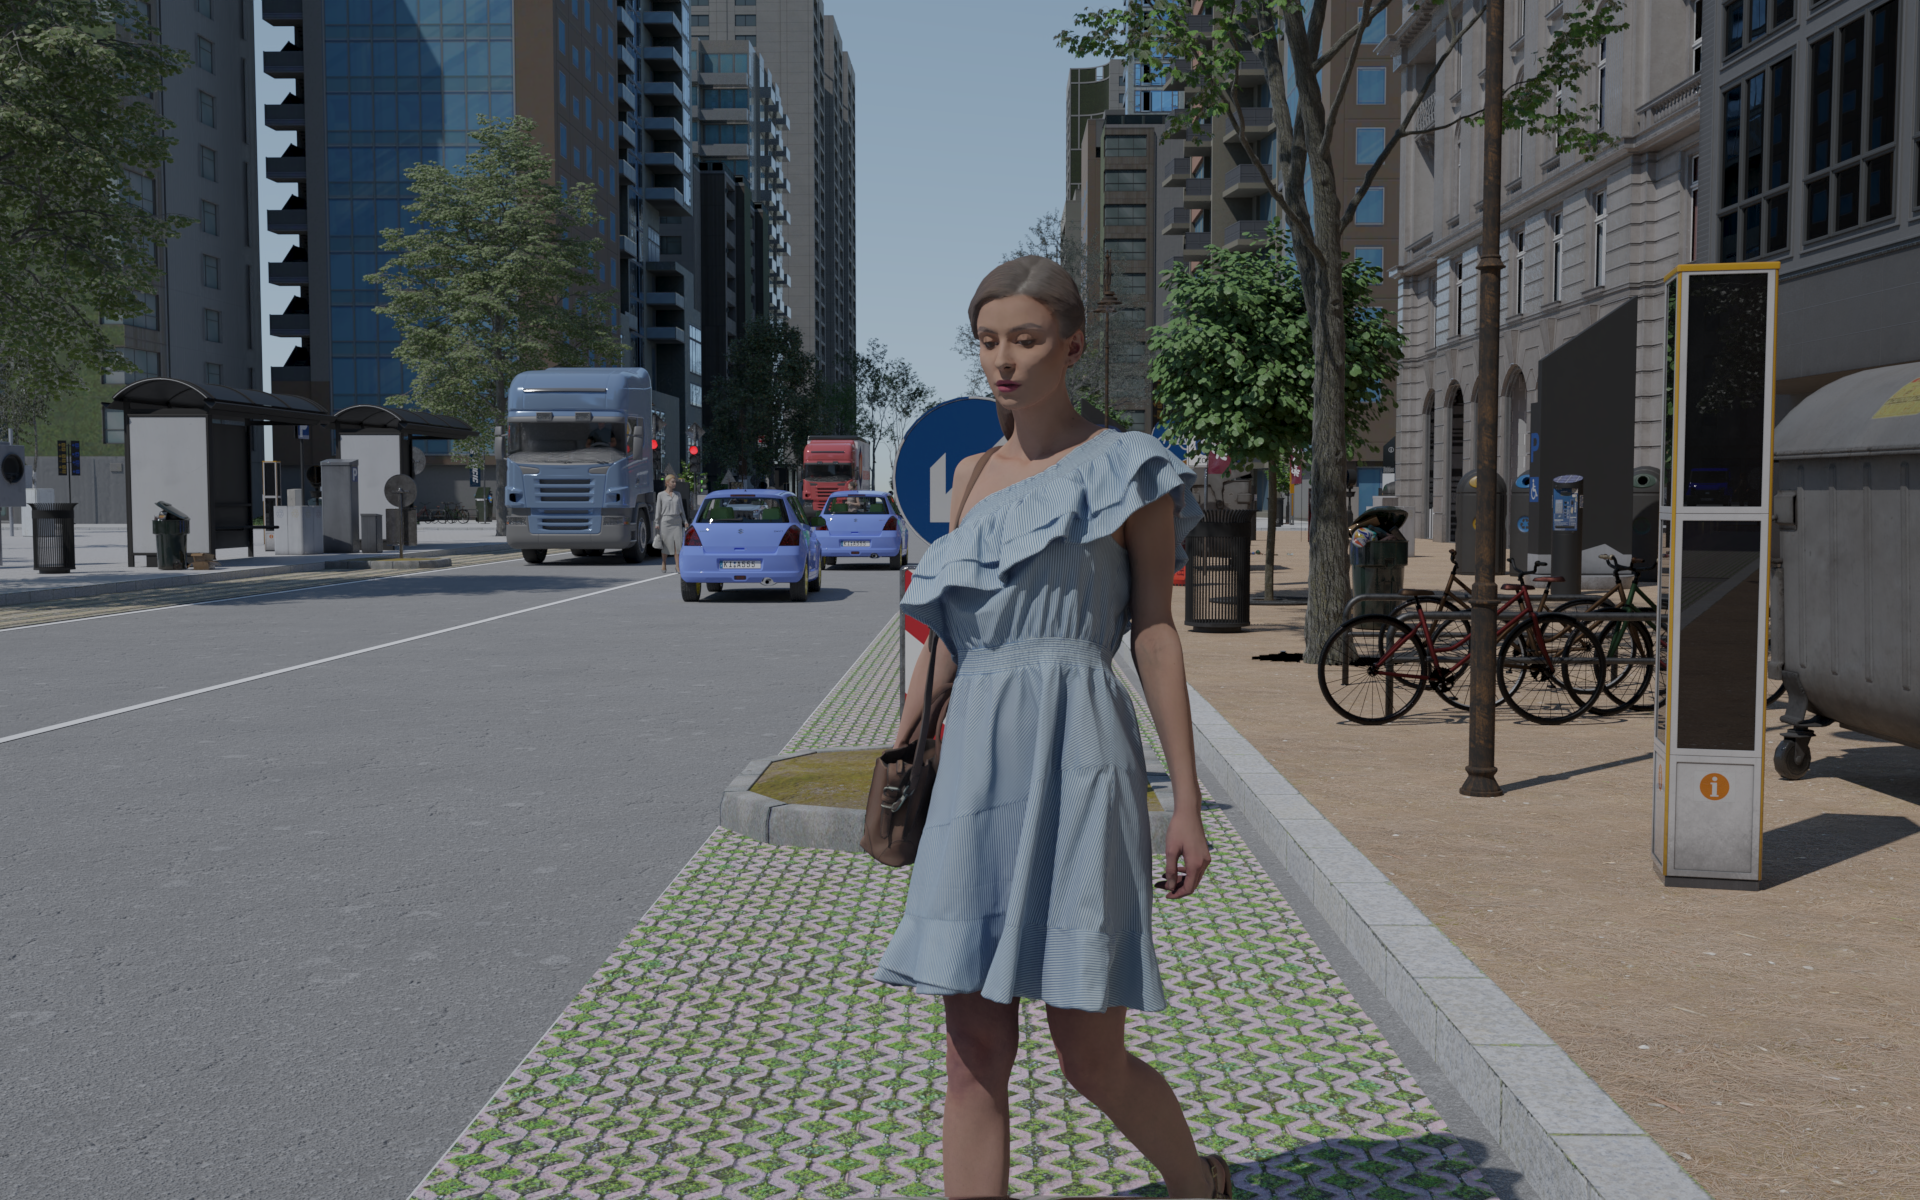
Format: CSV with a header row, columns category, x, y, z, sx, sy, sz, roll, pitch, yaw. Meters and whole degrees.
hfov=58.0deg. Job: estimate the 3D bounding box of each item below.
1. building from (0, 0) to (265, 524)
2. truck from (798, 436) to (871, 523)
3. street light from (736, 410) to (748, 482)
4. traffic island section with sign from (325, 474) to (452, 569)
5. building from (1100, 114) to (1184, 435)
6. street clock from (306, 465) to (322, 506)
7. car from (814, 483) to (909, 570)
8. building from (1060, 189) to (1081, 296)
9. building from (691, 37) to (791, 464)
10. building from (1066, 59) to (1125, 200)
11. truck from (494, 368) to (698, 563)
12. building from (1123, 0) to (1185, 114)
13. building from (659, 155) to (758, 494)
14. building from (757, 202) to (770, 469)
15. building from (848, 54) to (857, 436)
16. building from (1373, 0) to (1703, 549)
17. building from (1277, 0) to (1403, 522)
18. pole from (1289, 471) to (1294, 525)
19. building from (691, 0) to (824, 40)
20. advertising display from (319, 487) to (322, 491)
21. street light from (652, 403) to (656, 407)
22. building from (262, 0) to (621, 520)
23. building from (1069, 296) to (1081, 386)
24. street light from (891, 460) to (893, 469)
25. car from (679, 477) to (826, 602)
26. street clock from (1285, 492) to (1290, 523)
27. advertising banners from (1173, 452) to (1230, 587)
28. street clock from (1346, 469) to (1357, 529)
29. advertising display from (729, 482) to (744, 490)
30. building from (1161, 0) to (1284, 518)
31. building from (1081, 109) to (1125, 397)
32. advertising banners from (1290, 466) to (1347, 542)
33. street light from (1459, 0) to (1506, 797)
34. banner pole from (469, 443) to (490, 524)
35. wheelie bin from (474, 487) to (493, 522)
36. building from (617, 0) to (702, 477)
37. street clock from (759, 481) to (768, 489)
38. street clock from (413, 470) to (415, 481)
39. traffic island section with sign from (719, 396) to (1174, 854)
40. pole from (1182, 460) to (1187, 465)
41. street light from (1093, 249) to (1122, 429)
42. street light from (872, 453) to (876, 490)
category,x,y,z,sx,sy,sz,roll,pitch,yaw
building,-42.153,-24.238,79.886,14.086,41.232,14.154,0,4,1
truck,-6.049,-5.905,85.454,2.839,4.237,11.283,0,4,1
street light,-11.818,-7.418,94.064,0.468,5.910,1.993,0,4,1
traffic island section with sign,-11.060,-1.539,33.795,1.989,1.847,2.006,0,4,1
building,17.813,-22.220,134.994,14.160,30.474,14.107,0,4,1
street clock,-15.996,-2.357,43.109,0.471,2.002,0.358,-1,4,-14
car,-1.908,-1.487,33.896,1.945,1.707,3.694,0,4,1
building,26.609,-39.509,269.671,21.300,48.544,21.600,0,4,1
building,-30.286,-34.685,186.707,23.786,49.044,30.456,0,4,1
building,26.066,-52.099,290.062,20.563,71.187,20.611,0,4,1
truck,-7.625,-3.242,42.769,2.967,4.110,18.799,0,4,1
building,25.591,-52.953,178.448,22.319,86.520,31.000,0,4,1
building,-25.942,-23.165,150.451,14.160,30.474,14.107,0,4,1
building,-25.914,-24.027,164.535,14.160,30.474,14.107,0,4,1
building,-26.200,-50.552,264.777,20.563,71.187,20.611,0,4,1
building,18.420,-12.044,38.728,13.314,21.916,24.055,0,4,1
building,22.860,-26.267,79.572,14.200,45.320,14.600,0,4,1
pole,13.665,-4.735,71.258,0.158,3.312,0.155,0,3,0
building,-27.453,-49.295,244.227,20.563,71.187,20.611,0,4,1
advertising display,-21.477,-3.299,59.151,0.123,1.923,0.974,2,4,34
street light,-12.364,-5.846,68.368,0.468,5.910,1.993,0,4,1
building,-26.133,-26.889,89.745,14.600,45.320,14.200,0,4,1
building,22.648,-29.364,251.803,14.160,30.474,14.107,0,4,1
street light,-8.961,-15.652,228.690,0.468,5.910,1.993,0,4,1
car,-2.878,-0.903,24.362,1.945,1.707,3.694,0,4,-1
street clock,14.523,-4.410,76.666,0.471,2.002,0.358,1,4,19
advertising banners,2.993,-1.705,24.063,2.074,3.025,0.090,3,5,41
street clock,11.444,-2.831,50.864,0.358,2.002,0.471,-1,4,-10
advertising display,-11.749,-5.254,91.112,0.123,1.923,0.974,3,4,36
building,23.777,-27.480,103.919,22.147,44.769,28.867,0,4,1
building,21.393,-33.785,202.497,14.600,45.320,14.200,0,4,1
advertising banners,9.452,-3.042,45.926,0.090,3.025,2.074,-3,4,-36
street light,2.228,-2.107,7.229,0.468,5.910,1.993,0,4,1
banner pole,-20.609,-5.149,74.209,0.863,3.779,0.401,0,4,-1
wheelie bin,-21.846,-4.377,79.476,0.980,1.594,0.693,1,4,13
building,-29.875,-49.324,119.115,22.319,86.520,31.000,0,4,1
street clock,-11.316,-5.815,99.642,0.471,2.002,0.358,1,4,15
street clock,-14.422,-2.478,45.080,0.471,2.002,0.358,-1,4,-11
traffic island section with sign,-0.031,0.050,7.807,1.989,1.847,2.006,0,4,1
pole,7.048,-3.710,54.497,0.158,3.312,0.155,0,3,0
street light,2.789,-3.678,32.925,0.468,5.910,1.993,0,4,1
street light,-9.651,-13.648,195.938,0.468,5.910,1.993,0,4,1
